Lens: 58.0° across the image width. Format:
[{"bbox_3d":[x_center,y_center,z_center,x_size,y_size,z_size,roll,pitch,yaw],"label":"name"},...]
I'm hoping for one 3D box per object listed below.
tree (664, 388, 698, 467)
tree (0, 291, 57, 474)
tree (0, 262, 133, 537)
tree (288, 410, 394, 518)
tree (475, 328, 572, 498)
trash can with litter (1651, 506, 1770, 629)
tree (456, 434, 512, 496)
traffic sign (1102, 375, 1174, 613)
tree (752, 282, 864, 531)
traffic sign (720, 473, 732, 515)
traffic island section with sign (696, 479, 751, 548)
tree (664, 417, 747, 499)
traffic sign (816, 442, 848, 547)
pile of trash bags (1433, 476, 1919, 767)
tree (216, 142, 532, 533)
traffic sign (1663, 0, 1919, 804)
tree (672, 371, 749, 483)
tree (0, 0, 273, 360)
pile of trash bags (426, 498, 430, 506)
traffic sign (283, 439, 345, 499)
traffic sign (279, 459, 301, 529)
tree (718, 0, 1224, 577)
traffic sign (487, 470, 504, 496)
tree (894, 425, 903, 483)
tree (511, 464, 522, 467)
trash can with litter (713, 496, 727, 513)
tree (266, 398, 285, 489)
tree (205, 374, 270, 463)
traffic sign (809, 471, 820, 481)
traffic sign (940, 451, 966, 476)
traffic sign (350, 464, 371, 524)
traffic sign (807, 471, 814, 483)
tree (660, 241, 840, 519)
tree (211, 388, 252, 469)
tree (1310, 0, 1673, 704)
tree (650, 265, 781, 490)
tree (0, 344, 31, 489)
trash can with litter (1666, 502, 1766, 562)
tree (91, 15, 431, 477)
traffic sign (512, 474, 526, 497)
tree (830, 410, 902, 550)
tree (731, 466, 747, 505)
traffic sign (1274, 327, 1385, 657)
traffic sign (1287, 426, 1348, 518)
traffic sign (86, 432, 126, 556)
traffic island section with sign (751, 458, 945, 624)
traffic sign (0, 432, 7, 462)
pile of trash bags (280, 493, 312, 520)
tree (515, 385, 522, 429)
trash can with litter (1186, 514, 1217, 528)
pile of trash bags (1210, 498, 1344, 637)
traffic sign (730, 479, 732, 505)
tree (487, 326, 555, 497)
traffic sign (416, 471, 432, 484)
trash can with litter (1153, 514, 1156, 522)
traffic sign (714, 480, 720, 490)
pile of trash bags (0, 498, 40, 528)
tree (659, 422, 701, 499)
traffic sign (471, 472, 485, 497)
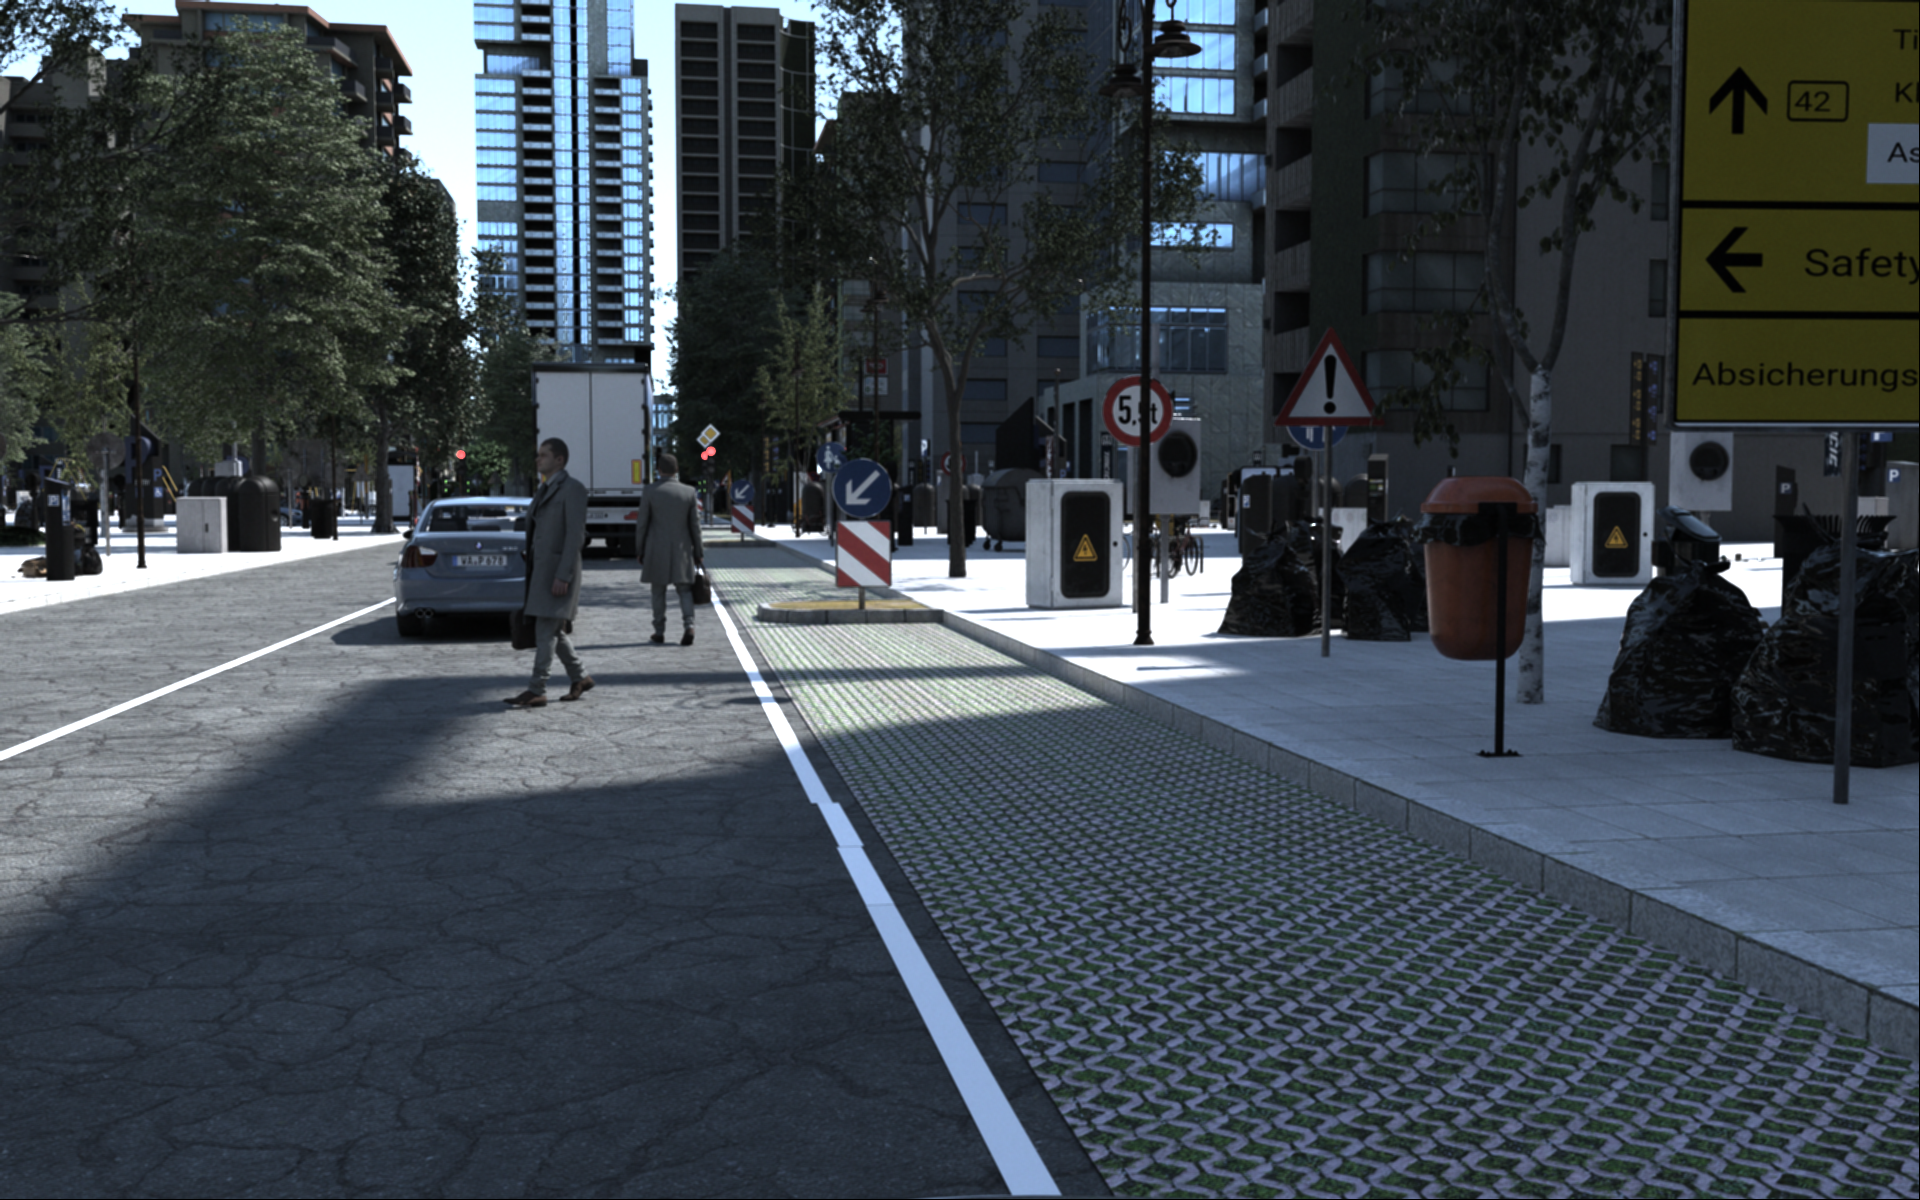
[{"bbox_3d":[-24.652,-14.769,167.232,9.928,11.665,9.643,0,3,0],"label":"tree"},{"bbox_3d":[-49.641,-10.325,86.939,7.486,12.596,7.792,0,3,0],"label":"tree"},{"bbox_3d":[-25.972,-6.202,51.769,4.737,8.622,4.395,0,3,0],"label":"tree"},{"bbox_3d":[-32.899,-8.673,92.171,4.737,8.622,4.395,0,3,0],"label":"tree"},{"bbox_3d":[-33.391,-13.803,132.338,9.857,13.997,8.962,0,3,0],"label":"tree"},{"bbox_3d":[6.959,-0.284,16.033,0.624,1.170,1.055,-3,4,-37],"label":"trash can with litter"},{"bbox_3d":[-26.140,-6.808,95.022,4.285,4.588,4.351,0,3,0],"label":"tree"},{"bbox_3d":[1.899,-1.131,18.604,0.768,2.556,0.104,0,4,-1],"label":"traffic sign"},{"bbox_3d":[-5.348,-6.680,59.580,4.737,8.622,4.395,0,3,0],"label":"tree"},{"bbox_3d":[-14.144,-6.434,105.201,0.884,2.594,0.081,0,4,-2],"label":"traffic sign"},{"bbox_3d":[-6.044,-2.345,46.965,1.989,1.847,2.006,-1,4,-10],"label":"traffic island section with sign"},{"bbox_3d":[-27.727,-16.537,187.380,9.611,12.733,9.660,0,3,0],"label":"tree"},{"bbox_3d":[-3.116,-2.576,42.218,0.768,2.556,0.104,0,4,-5],"label":"traffic sign"},{"bbox_3d":[3.994,0.051,8.927,3.447,1.369,1.912,-1,4,-10],"label":"pile of trash bags"},{"bbox_3d":[-18.961,-8.538,56.610,9.611,12.733,9.660,0,3,0],"label":"tree"},{"bbox_3d":[3.979,-0.809,7.101,2.265,3.308,0.079,0,4,-3],"label":"traffic sign"},{"bbox_3d":[-22.571,-14.665,157.895,7.486,12.596,7.792,0,3,0],"label":"tree"},{"bbox_3d":[-13.621,-5.402,22.738,7.601,10.594,8.767,1,4,12],"label":"tree"},{"bbox_3d":[-37.809,-6.750,120.118,3.447,1.369,1.912,-1,4,-13],"label":"pile of trash bags"},{"bbox_3d":[-24.089,-4.324,64.578,2.265,3.308,0.079,0,4,-2],"label":"traffic sign"},{"bbox_3d":[-24.331,-3.840,62.890,0.768,2.556,0.104,0,4,-7],"label":"traffic sign"},{"bbox_3d":[0.113,-5.649,26.776,8.767,10.594,7.601,1,4,21],"label":"tree"},{"bbox_3d":[-24.734,-5.638,92.184,0.884,2.594,0.081,0,4,-2],"label":"traffic sign"},{"bbox_3d":[-5.939,-12.329,151.937,4.737,8.622,4.395,0,3,0],"label":"tree"},{"bbox_3d":[-34.856,-12.784,143.425,7.601,10.594,8.767,1,4,10],"label":"tree"},{"bbox_3d":[-16.513,-6.563,118.700,1.055,1.170,0.624,0,4,0],"label":"trash can with litter"},{"bbox_3d":[-45.490,-9.772,110.134,4.737,8.622,4.395,0,3,0],"label":"tree"},{"bbox_3d":[-42.439,-9.272,101.959,4.360,8.622,3.978,0,3,0],"label":"tree"},{"bbox_3d":[-8.239,-5.951,97.406,0.768,2.556,0.104,0,4,0],"label":"traffic sign"},{"bbox_3d":[-0.198,-3.092,50.654,0.768,2.556,0.104,0,4,-8],"label":"traffic sign"},{"bbox_3d":[-25.606,-4.526,74.006,0.884,2.594,0.081,0,4,-4],"label":"traffic sign"},{"bbox_3d":[-8.288,-5.732,93.727,0.884,2.594,0.081,0,4,-1],"label":"traffic sign"},{"bbox_3d":[-10.228,-11.043,87.204,9.857,13.997,8.962,0,3,0],"label":"tree"},{"bbox_3d":[-35.049,-7.855,78.793,4.737,8.622,4.395,0,3,0],"label":"tree"},{"bbox_3d":[3.694,-3.681,10.555,4.360,8.622,3.978,0,3,0],"label":"tree"},{"bbox_3d":[-19.481,-17.477,141.633,12.611,20.169,13.585,0,3,0],"label":"tree"},{"bbox_3d":[-44.216,-7.848,78.682,4.360,8.622,3.978,0,3,0],"label":"tree"},{"bbox_3d":[14.274,-1.362,33.334,2.233,1.210,1.678,2,4,31],"label":"trash can with litter"},{"bbox_3d":[-16.685,-7.548,41.533,7.486,12.596,7.792,0,3,0],"label":"tree"},{"bbox_3d":[-28.332,-6.802,111.209,0.884,2.594,0.081,0,4,-4],"label":"traffic sign"},{"bbox_3d":[-1.912,-2.765,39.806,1.663,3.219,1.824,0,3,0],"label":"tree"},{"bbox_3d":[-14.092,-7.006,109.148,1.663,3.219,1.824,0,3,0],"label":"tree"},{"bbox_3d":[2.886,-0.832,13.599,0.884,2.594,0.081,0,4,-4],"label":"traffic sign"},{"bbox_3d":[4.127,-1.223,20.105,0.768,2.556,0.104,0,4,-7],"label":"traffic sign"},{"bbox_3d":[-17.534,-2.170,35.580,0.768,2.556,0.104,0,4,-6],"label":"traffic sign"},{"bbox_3d":[-1.313,-0.690,19.902,1.989,1.847,2.006,-1,4,-10],"label":"traffic island section with sign"},{"bbox_3d":[-18.108,-1.963,32.208,0.768,2.556,0.104,0,4,-3],"label":"traffic sign"},{"bbox_3d":[-38.595,-5.381,97.732,3.447,1.369,1.912,-3,5,-45],"label":"pile of trash bags"},{"bbox_3d":[-36.679,-15.018,155.914,12.009,13.543,11.850,0,3,0],"label":"tree"},{"bbox_3d":[9.047,-3.319,65.321,2.233,1.210,1.678,3,5,45],"label":"trash can with litter"},{"bbox_3d":[4.059,-0.421,16.637,1.912,1.369,3.447,3,5,41],"label":"pile of trash bags"},{"bbox_3d":[-15.000,-6.827,113.756,0.606,2.300,0.079,0,4,-2],"label":"traffic sign"},{"bbox_3d":[-30.216,-12.167,117.058,7.486,12.596,7.792,0,3,0],"label":"tree"},{"bbox_3d":[-28.745,-5.681,92.893,0.884,2.594,0.081,0,3,0],"label":"traffic sign"},{"bbox_3d":[9.273,-4.219,80.375,1.055,1.170,0.624,3,5,39],"label":"trash can with litter"},{"bbox_3d":[-21.212,-9.229,151.006,0.768,2.556,0.104,0,4,-3],"label":"traffic sign"},{"bbox_3d":[-35.906,-3.325,64.112,3.447,1.369,1.912,-1,4,-12],"label":"pile of trash bags"},{"bbox_3d":[-32.780,-18.817,218.029,12.009,13.543,11.850,0,3,0],"label":"tree"},{"bbox_3d":[-25.395,-5.500,91.105,0.795,2.450,0.064,0,4,-3],"label":"traffic sign"}]
